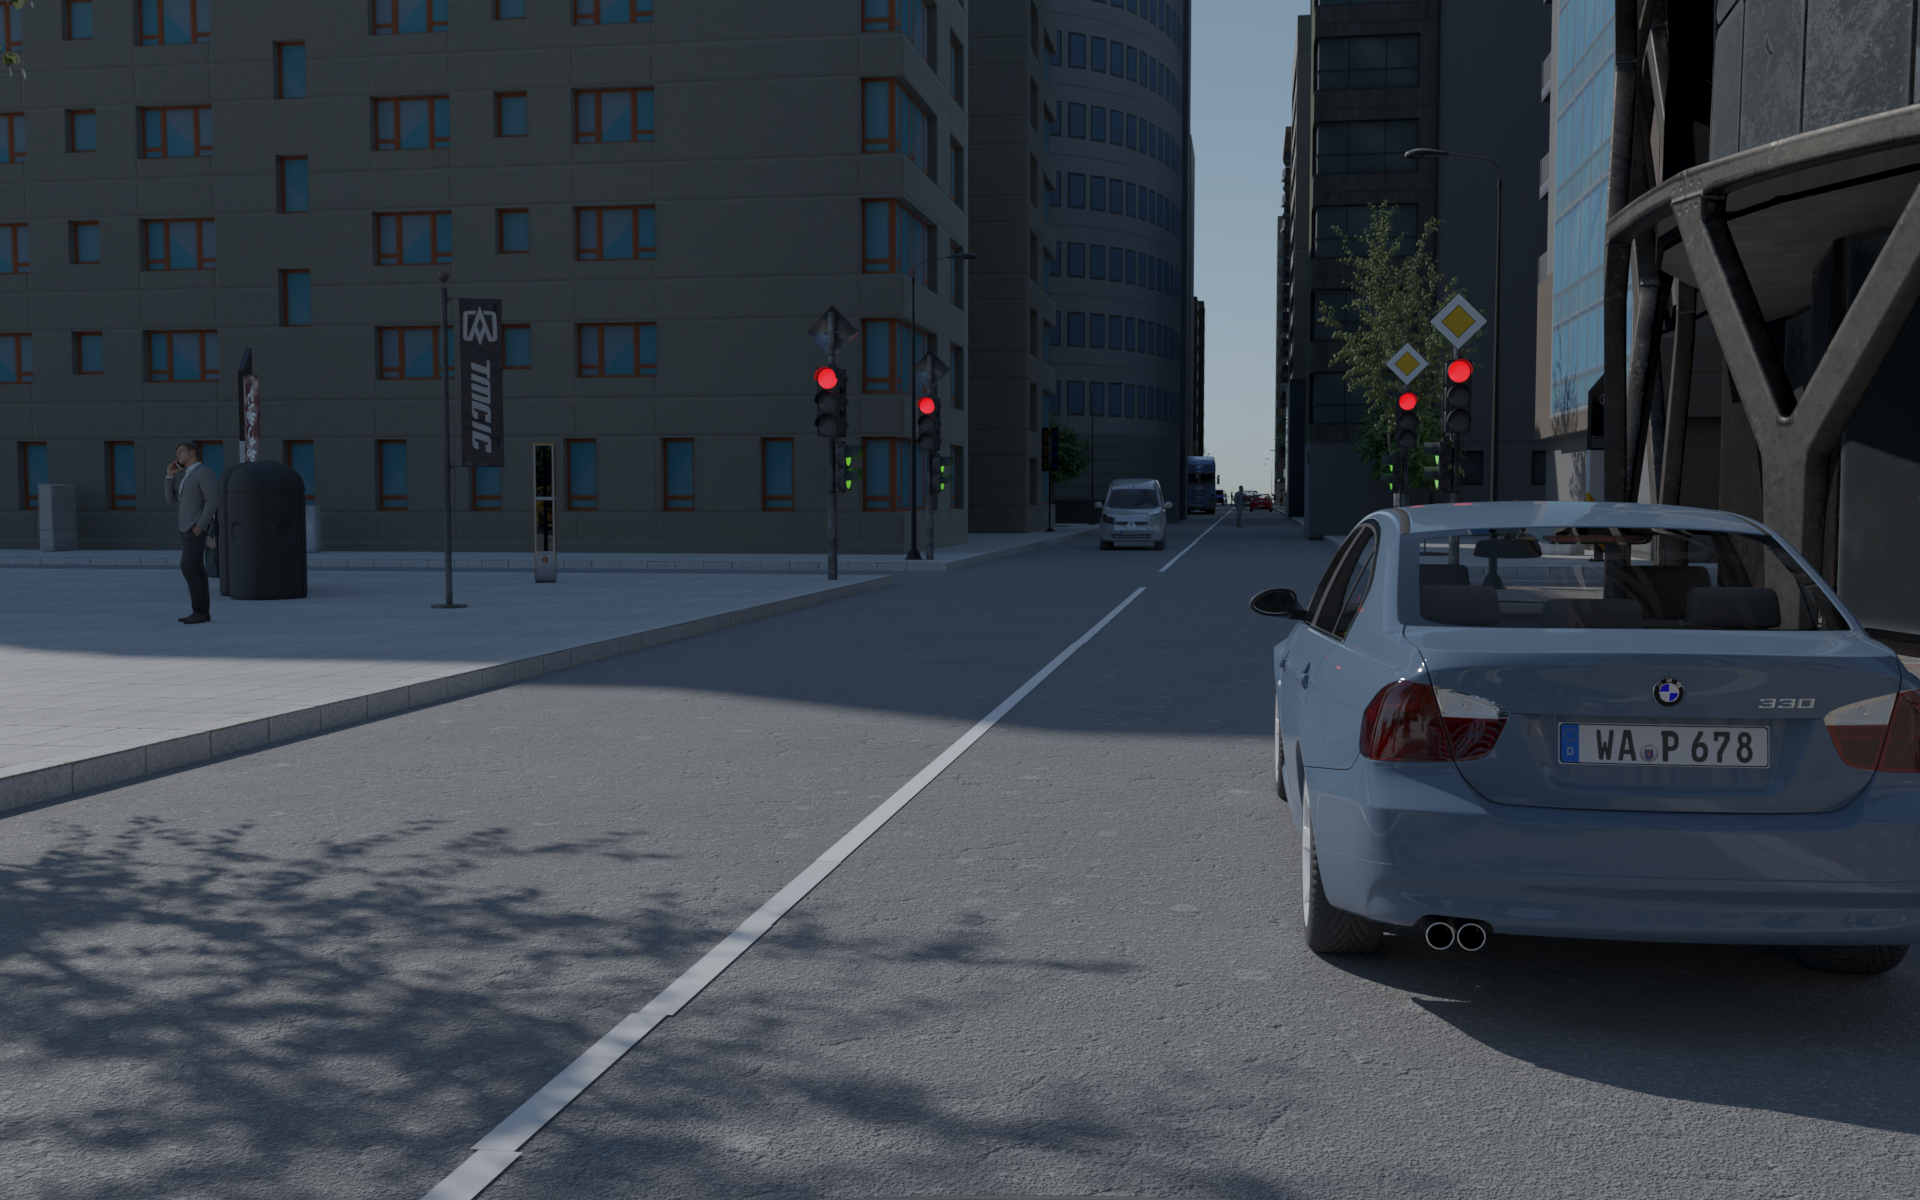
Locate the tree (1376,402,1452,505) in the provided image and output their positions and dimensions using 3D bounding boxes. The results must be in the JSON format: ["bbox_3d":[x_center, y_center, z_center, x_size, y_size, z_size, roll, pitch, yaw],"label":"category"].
[{"bbox_3d":[9.874,-2.560,36.459,1.663,3.219,1.824,0,3,0],"label":"tree"}]

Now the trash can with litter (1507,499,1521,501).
[{"bbox_3d":[13.330,-1.800,40.824,0.624,1.170,1.055,-1,4,-19],"label":"trash can with litter"}]

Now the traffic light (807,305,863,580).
[{"bbox_3d":[-1.889,-2.256,25.807,0.839,4.253,0.868,1,4,9],"label":"traffic light"}]

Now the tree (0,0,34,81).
[{"bbox_3d":[-6.339,-3.557,8.520,4.360,8.622,3.978,0,3,0],"label":"tree"}]

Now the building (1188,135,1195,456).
[{"bbox_3d":[21.414,-34.362,211.928,14.600,45.320,14.200,1,4,9],"label":"building"}]

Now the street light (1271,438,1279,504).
[{"bbox_3d":[26.772,-10.471,143.746,1.470,5.913,1.316,1,4,9],"label":"street light"}]

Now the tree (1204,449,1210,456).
[{"bbox_3d":[36.531,-19.185,264.040,4.737,8.622,4.395,0,3,0],"label":"tree"}]

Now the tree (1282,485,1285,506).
[{"bbox_3d":[35.812,-11.895,189.083,1.663,3.219,1.824,0,3,0],"label":"tree"}]

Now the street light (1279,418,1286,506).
[{"bbox_3d":[20.505,-8.185,106.374,1.470,5.913,1.316,1,4,9],"label":"street light"}]

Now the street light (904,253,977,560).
[{"bbox_3d":[-0.372,-3.733,33.583,1.470,5.913,1.316,1,4,9],"label":"street light"}]

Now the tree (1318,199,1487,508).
[{"bbox_3d":[10.960,-5.677,43.185,4.737,8.622,4.395,0,3,0],"label":"tree"}]

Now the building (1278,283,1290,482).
[{"bbox_3d":[55.019,-37.442,231.777,23.786,49.044,30.456,1,4,9],"label":"building"}]

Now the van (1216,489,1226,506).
[{"bbox_3d":[32.238,-13.017,217.217,2.240,2.365,5.245,1,4,11],"label":"van"}]

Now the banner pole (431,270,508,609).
[{"bbox_3d":[-5.552,-1.805,19.530,0.863,3.779,0.401,-1,4,-14],"label":"banner pole"}]

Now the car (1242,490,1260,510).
[{"bbox_3d":[27.074,-9.386,162.134,2.281,1.827,5.304,1,4,10],"label":"car"}]

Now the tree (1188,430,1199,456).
[{"bbox_3d":[23.189,-14.233,183.079,4.360,8.622,3.978,0,3,0],"label":"tree"}]

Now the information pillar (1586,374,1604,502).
[{"bbox_3d":[12.065,-2.533,32.777,0.504,3.616,0.183,-2,4,-28],"label":"information pillar"}]

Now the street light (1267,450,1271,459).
[{"bbox_3d":[33.230,-12.803,181.870,1.470,5.913,1.316,1,4,9],"label":"street light"}]

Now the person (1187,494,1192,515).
[{"bbox_3d":[15.532,-6.731,119.265,1.217,1.735,0.721,-3,4,-38],"label":"person"}]

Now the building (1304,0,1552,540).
[{"bbox_3d":[18.800,-17.514,58.048,14.160,30.474,14.107,1,4,9],"label":"building"}]

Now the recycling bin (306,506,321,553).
[{"bbox_3d":[-14.362,-1.541,37.752,0.722,1.027,0.722,-1,4,-13],"label":"recycling bin"}]

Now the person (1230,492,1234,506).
[{"bbox_3d":[32.851,-12.208,208.814,0.721,1.736,1.217,2,4,25],"label":"person"}]

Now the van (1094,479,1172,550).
[{"bbox_3d":[4.575,-2.357,45.554,2.013,2.044,4.112,0,4,8],"label":"van"}]

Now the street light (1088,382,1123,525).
[{"bbox_3d":[6.034,-6.073,71.835,1.470,5.913,1.316,1,4,9],"label":"street light"}]

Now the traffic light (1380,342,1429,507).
[{"bbox_3d":[8.270,-2.649,32.225,0.839,4.253,0.868,1,4,9],"label":"traffic light"}]

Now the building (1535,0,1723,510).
[{"bbox_3d":[20.842,-23.612,36.166,14.200,45.320,14.600,1,4,9],"label":"building"}]

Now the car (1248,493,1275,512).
[{"bbox_3d":[23.987,-7.883,137.924,2.155,1.783,4.494,1,4,9],"label":"car"}]

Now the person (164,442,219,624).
[{"bbox_3d":[-7.676,-0.678,17.307,0.473,1.802,0.592,-2,4,-28],"label":"person"}]

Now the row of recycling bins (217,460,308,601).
[{"bbox_3d":[-9.086,-0.937,22.436,1.069,1.692,3.534,-2,4,-24],"label":"row of recycling bins"}]

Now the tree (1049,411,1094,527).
[{"bbox_3d":[3.565,-5.188,68.536,4.285,4.588,4.351,0,3,0],"label":"tree"}]

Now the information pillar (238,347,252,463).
[{"bbox_3d":[-11.260,-2.203,27.374,0.183,3.616,0.504,0,4,-6],"label":"information pillar"}]

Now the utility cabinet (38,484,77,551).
[{"bbox_3d":[-20.311,-1.856,39.017,0.318,1.500,1.173,0,4,-3],"label":"utility cabinet"}]

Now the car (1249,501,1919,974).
[{"bbox_3d":[2.123,0.333,6.561,2.014,1.417,4.499,1,4,8],"label":"car"}]

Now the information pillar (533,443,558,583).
[{"bbox_3d":[-6.000,-1.258,25.063,0.304,2.012,0.304,0,4,-8],"label":"information pillar"}]

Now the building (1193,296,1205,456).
[{"bbox_3d":[28.047,-29.259,250.088,14.160,30.474,14.107,1,4,9],"label":"building"}]

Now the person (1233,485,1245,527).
[{"bbox_3d":[12.119,-4.066,75.084,0.391,1.810,0.635,2,4,34],"label":"person"}]

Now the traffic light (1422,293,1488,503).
[{"bbox_3d":[6.952,-2.167,24.349,0.839,4.253,0.868,1,4,9],"label":"traffic light"}]

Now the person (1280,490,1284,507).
[{"bbox_3d":[33.126,-10.476,178.106,0.721,1.735,1.217,0,4,-2],"label":"person"}]

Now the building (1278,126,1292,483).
[{"bbox_3d":[48.613,-33.478,201.991,22.147,44.769,28.867,1,4,9],"label":"building"}]

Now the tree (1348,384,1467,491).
[{"bbox_3d":[12.838,-4.065,50.179,4.285,4.588,4.351,0,3,0],"label":"tree"}]

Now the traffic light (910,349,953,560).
[{"bbox_3d":[-0.572,-2.738,33.683,0.839,4.253,0.868,1,4,9],"label":"traffic light"}]

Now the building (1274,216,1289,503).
[{"bbox_3d":[53.529,-34.936,254.801,14.154,41.232,14.086,1,4,9],"label":"building"}]

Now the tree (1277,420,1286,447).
[{"bbox_3d":[22.758,-9.853,111.459,4.360,8.622,3.978,0,3,0],"label":"tree"}]

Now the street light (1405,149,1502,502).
[{"bbox_3d":[6.684,-3.110,23.389,1.470,5.913,1.316,1,4,9],"label":"street light"}]

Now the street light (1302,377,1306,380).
[{"bbox_3d":[14.227,-5.879,68.665,1.470,5.913,1.316,1,4,9],"label":"street light"}]

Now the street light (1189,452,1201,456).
[{"bbox_3d":[25.836,-13.367,191.084,1.470,5.913,1.316,1,4,9],"label":"street light"}]

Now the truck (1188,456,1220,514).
[{"bbox_3d":[17.785,-8.550,129.558,2.967,4.110,18.799,0,4,8],"label":"truck"}]

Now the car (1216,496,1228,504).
[{"bbox_3d":[39.714,-15.463,262.599,2.009,1.686,4.222,1,4,9],"label":"car"}]

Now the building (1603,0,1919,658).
[{"bbox_3d":[14.257,-8.992,14.468,16.820,18.784,16.811,1,4,9],"label":"building"}]

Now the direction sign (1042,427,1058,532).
[{"bbox_3d":[3.052,-4.088,58.831,0.379,3.537,0.876,-2,4,-35],"label":"direction sign"}]

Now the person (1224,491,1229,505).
[{"bbox_3d":[34.560,-13.306,226.062,1.348,1.822,0.705,2,4,30],"label":"person"}]

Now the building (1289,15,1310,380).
[{"bbox_3d":[43.116,-33.305,168.239,21.300,48.544,21.600,1,4,9],"label":"building"}]

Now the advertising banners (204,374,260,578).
[{"bbox_3d":[-10.969,-1.826,26.049,2.074,3.025,0.090,3,5,44],"label":"advertising banners"}]

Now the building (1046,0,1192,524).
[{"bbox_3d":[0.486,-33.285,86.203,21.231,58.520,28.212,1,4,9],"label":"building"}]

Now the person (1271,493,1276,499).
[{"bbox_3d":[43.237,-14.040,238.823,0.697,1.427,0.421,2,4,28],"label":"person"}]

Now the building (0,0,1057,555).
[{"bbox_3d":[-12.444,-12.688,52.495,27.650,21.520,28.899,1,4,9],"label":"building"}]

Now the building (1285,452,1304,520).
[{"bbox_3d":[28.571,-47.392,87.536,22.319,86.520,31.000,1,4,9],"label":"building"}]
